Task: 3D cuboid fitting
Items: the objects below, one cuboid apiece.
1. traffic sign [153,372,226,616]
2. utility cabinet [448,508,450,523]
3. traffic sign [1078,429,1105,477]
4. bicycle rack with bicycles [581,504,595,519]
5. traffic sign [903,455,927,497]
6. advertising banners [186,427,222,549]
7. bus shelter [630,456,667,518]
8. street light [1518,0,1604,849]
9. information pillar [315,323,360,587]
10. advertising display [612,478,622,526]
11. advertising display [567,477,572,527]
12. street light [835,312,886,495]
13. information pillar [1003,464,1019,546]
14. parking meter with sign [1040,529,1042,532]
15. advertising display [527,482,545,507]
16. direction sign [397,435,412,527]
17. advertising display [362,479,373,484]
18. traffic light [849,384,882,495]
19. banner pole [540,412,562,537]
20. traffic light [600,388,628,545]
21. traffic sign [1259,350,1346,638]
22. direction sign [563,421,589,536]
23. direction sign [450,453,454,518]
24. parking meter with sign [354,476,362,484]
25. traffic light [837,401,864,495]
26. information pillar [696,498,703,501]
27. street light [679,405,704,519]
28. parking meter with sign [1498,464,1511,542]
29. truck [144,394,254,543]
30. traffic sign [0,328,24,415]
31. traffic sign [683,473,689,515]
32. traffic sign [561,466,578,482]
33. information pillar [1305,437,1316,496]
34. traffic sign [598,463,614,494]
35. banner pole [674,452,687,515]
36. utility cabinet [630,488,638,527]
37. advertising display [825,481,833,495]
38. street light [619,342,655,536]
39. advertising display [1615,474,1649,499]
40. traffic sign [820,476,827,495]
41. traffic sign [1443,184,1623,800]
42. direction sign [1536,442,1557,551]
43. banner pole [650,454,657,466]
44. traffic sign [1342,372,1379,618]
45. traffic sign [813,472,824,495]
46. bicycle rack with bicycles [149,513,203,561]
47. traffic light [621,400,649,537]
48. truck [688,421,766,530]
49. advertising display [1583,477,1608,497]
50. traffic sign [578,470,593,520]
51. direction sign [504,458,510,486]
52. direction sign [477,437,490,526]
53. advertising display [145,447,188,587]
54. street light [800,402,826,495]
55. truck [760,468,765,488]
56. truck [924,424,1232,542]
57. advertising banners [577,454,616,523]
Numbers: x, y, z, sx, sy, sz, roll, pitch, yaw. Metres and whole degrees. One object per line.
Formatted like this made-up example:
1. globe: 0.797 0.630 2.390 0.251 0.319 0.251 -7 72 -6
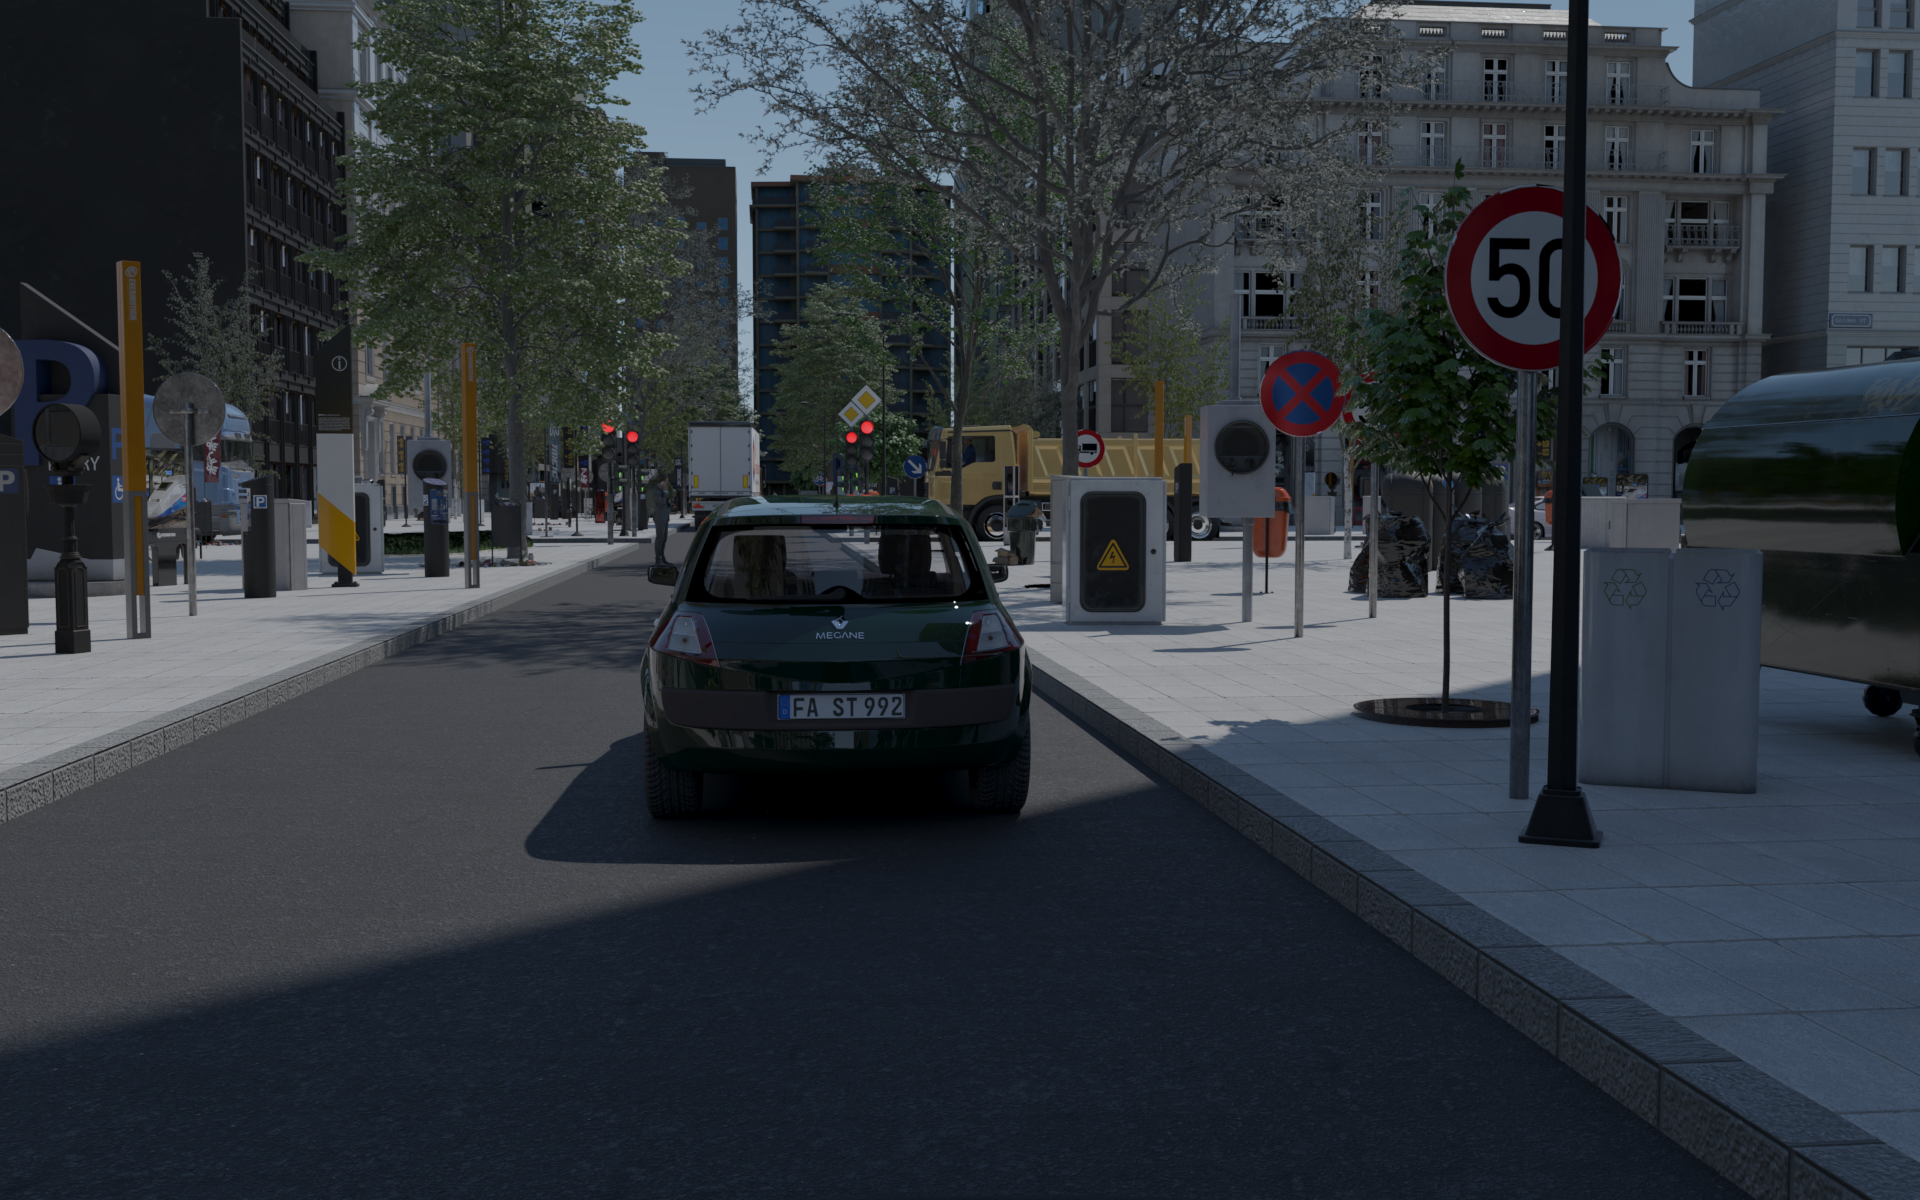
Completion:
1. traffic sign: -8.084 -1.105 18.177 0.768 2.556 0.104 0 4 0
2. utility cabinet: -22.908 -3.976 76.168 1.020 1.237 0.306 2 4 25
3. traffic sign: 2.465 -2.073 34.005 0.768 2.556 0.104 0 4 -4
4. bicycle rack with bicycles: -17.632 -4.616 88.847 2.925 0.926 2.852 1 4 11
5. traffic sign: -1.467 -3.457 56.621 0.768 2.556 0.104 0 4 0
6. advertising banners: -18.217 -2.724 40.719 2.074 3.025 0.090 1 4 13
7. bus shelter: -17.259 -6.199 95.272 2.014 3.302 5.546 0 4 -7
8. street light: 1.696 -2.059 6.205 1.470 5.913 1.316 0 4 -6
9. information pillar: -8.574 -1.985 23.817 0.504 3.616 0.183 0 4 -8
10. advertising display: -13.799 -3.970 70.124 0.123 1.923 0.974 1 4 22
11. advertising display: -15.090 -3.774 66.924 0.123 1.923 0.974 -1 4 -9
12. street light: -2.493 -4.395 44.399 1.470 5.913 1.316 0 4 -6
13. information pillar: 1.278 -2.365 43.152 0.304 2.012 0.304 2 4 26
14. parking meter with sign: 1.937 -3.841 59.060 1.738 3.016 0.543 0 4 -5
15. advertising display: -22.994 -5.460 94.486 0.974 1.923 0.123 0 4 4
16. direction sign: -21.567 -4.609 67.353 0.379 3.537 0.876 1 4 21
17. advertising display: -26.221 -4.352 76.370 0.974 1.923 0.123 2 4 33
18. traffic light: -2.419 -3.401 44.524 0.839 4.253 0.868 0 4 -6
19. banner pole: -12.072 -3.739 51.149 0.863 3.779 0.401 2 4 32
20. traffic light: -8.838 -3.356 43.790 0.839 4.253 0.868 0 4 -6
21. traffic sign: 3.036 -0.938 15.439 0.768 2.556 0.104 0 4 0
22. direction sign: -11.630 -3.701 52.501 0.379 3.537 0.876 3 5 43
23. direction sign: -26.995 -6.085 91.485 0.876 3.537 0.379 3 5 41
24. parking meter with sign: -25.263 -4.644 72.188 1.738 3.016 0.543 -1 4 -16
25. traffic light: -3.310 -3.886 52.460 0.839 4.253 0.868 0 4 -6
26. information pillar: -16.256 -7.149 108.243 0.504 3.616 0.183 -1 4 -20
27. street light: -14.027 -7.227 90.694 1.470 5.913 1.316 0 4 -6
28. parking meter with sign: 10.684 -2.346 34.611 0.543 3.016 1.738 0 4 6
29. truck: -27.609 -3.379 45.007 18.799 4.110 2.967 0 4 -6
30. traffic sign: -7.128 -0.756 12.468 0.768 2.556 0.104 0 4 -4
31. traffic sign: -16.655 -6.389 104.558 0.768 2.556 0.104 0 4 -6
32. traffic sign: -16.870 -4.568 74.788 0.768 2.556 0.104 0 4 -2
33. information pillar: 13.484 -4.619 66.876 0.183 3.616 0.504 -3 5 -43
34. traffic sign: -14.364 -4.318 70.704 0.768 2.556 0.104 0 4 -5
35. banner pole: -16.697 -6.969 103.960 0.863 3.779 0.401 -1 4 -13
36. utility cabinet: -12.640 -3.609 67.679 0.318 1.500 1.173 -2 4 -25
37. advertising display: -6.065 -4.829 84.167 0.974 1.923 0.123 1 4 13
38. street light: -9.664 -4.892 52.521 1.470 5.913 1.316 0 4 -6
39. advertising display: 21.383 -3.054 55.147 0.974 1.923 0.123 2 4 25
40. traffic sign: -9.019 -6.979 114.213 0.768 2.556 0.104 0 4 1
41. traffic sign: 2.359 -0.436 7.231 0.768 2.556 0.104 0 4 -6
42. direction sign: 13.433 -2.883 39.141 0.876 3.537 0.379 3 5 40
43. banner pole: -19.200 -7.256 108.644 0.863 3.779 0.401 2 4 34
44. traffic sign: 4.282 -1.088 17.890 0.768 2.556 0.104 0 4 -6
45. traffic sign: -7.991 -6.019 98.513 0.768 2.556 0.104 0 4 -5
46. bicycle rack with bicycles: -15.782 -1.233 33.537 2.852 0.926 2.925 0 4 3
47. traffic light: -9.729 -3.841 51.725 0.839 4.253 0.868 0 4 -6
48. truck: -9.693 -5.109 72.447 2.839 4.237 11.283 0 4 -5
49. advertising display: 24.134 -3.708 65.840 0.974 1.923 0.123 -1 4 -9
50. traffic sign: -18.796 -5.312 86.957 0.768 2.556 0.104 0 4 0
51. direction sign: -28.249 -7.135 108.652 0.379 3.537 0.876 2 4 34
52. direction sign: -19.147 -4.714 69.065 0.876 3.537 0.379 -3 5 -41
53. advertising display: -11.108 -1.157 24.138 0.123 1.923 0.974 1 4 16
54. street light: -7.370 -7.029 87.473 1.470 5.913 1.316 0 4 -6
55. truck: -20.923 -11.167 172.343 2.967 4.110 18.799 0 4 -6
56. truck: 3.027 -3.279 49.541 9.791 3.379 3.469 0 4 -5
57. advertising banners: -15.819 -4.893 76.195 2.074 3.025 0.090 1 4 9
